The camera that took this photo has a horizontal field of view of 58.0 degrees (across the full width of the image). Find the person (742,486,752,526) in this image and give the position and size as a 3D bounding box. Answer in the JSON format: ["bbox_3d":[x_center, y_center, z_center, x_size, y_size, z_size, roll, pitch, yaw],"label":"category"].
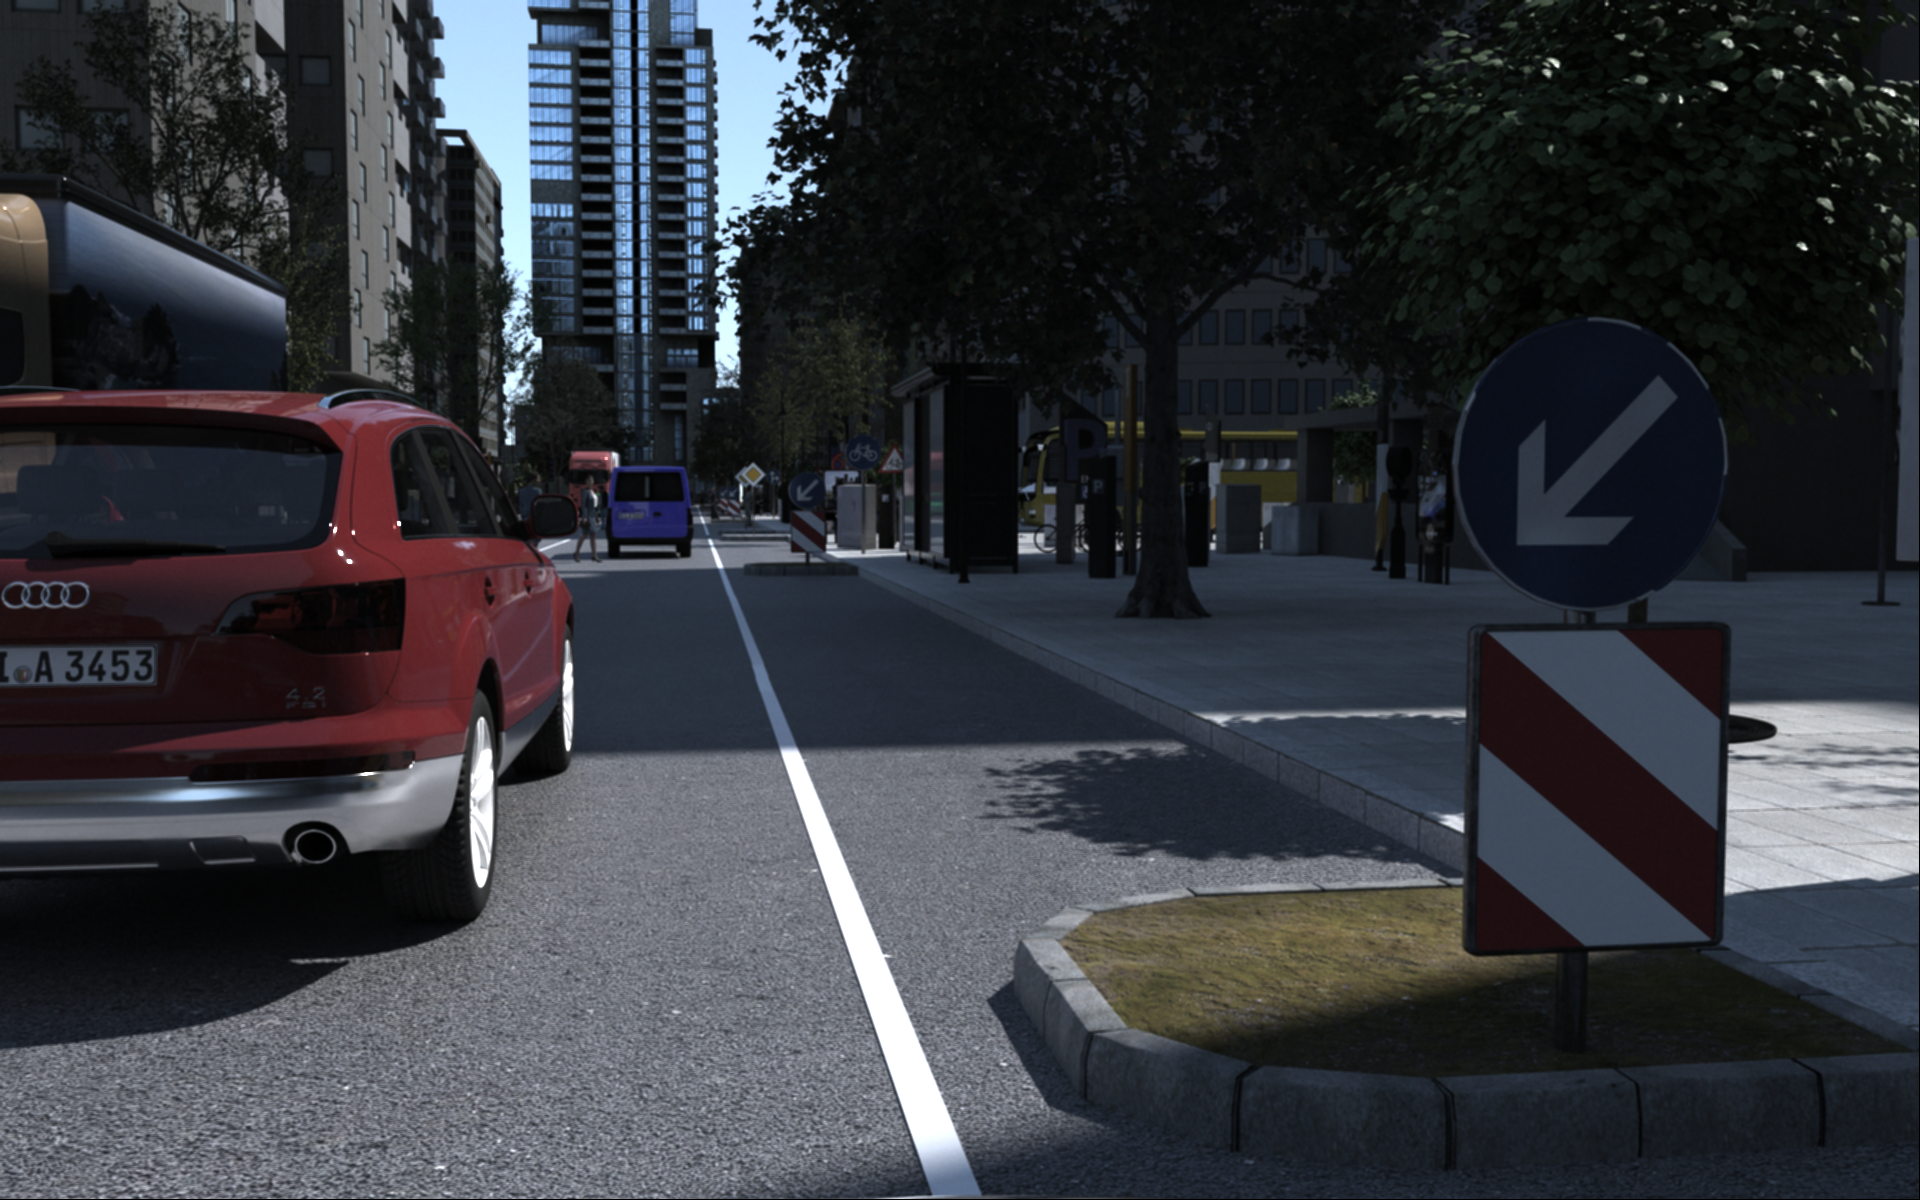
[{"bbox_3d":[-9.483,-4.175,76.938,0.466,1.800,0.511,-2,4,-32],"label":"person"}]

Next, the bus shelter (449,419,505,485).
[{"bbox_3d":[-26.655,-7.209,95.504,2.179,5.291,8.768,-1,4,-9],"label":"bus shelter"}]

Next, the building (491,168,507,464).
[{"bbox_3d":[-68.517,-35.506,230.641,14.200,45.320,14.600,-1,4,-9],"label":"building"}]

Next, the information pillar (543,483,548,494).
[{"bbox_3d":[-27.118,-6.666,113.474,0.304,2.012,0.304,-2,4,-34],"label":"information pillar"}]

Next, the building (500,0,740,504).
[{"bbox_3d":[-46.316,-56.537,237.043,31.000,86.520,22.319,-1,4,-9],"label":"building"}]

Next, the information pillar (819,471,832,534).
[{"bbox_3d":[-4.288,-3.099,55.154,0.304,2.012,0.304,3,5,44],"label":"information pillar"}]

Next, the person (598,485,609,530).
[{"bbox_3d":[-14.211,-3.682,69.052,0.721,1.781,0.623,-3,5,-44],"label":"person"}]

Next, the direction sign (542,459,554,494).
[{"bbox_3d":[-26.497,-7.302,111.390,0.876,3.537,0.379,1,4,19],"label":"direction sign"}]

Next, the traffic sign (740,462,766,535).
[{"bbox_3d":[-6.436,-3.077,53.949,0.795,2.450,0.064,-1,4,-9],"label":"traffic sign"}]

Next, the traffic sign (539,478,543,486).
[{"bbox_3d":[-29.471,-7.377,120.711,0.768,2.556,0.104,0,4,-7],"label":"traffic sign"}]

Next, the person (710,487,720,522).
[{"bbox_3d":[-12.781,-4.964,90.087,0.534,1.772,0.576,-2,4,-35],"label":"person"}]

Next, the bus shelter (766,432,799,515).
[{"bbox_3d":[-11.068,-8.045,109.174,2.179,5.291,8.768,-1,4,-9],"label":"bus shelter"}]

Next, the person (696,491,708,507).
[{"bbox_3d":[-27.533,-10.782,184.876,1.348,1.812,0.705,-1,4,-14],"label":"person"}]

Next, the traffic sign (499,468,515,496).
[{"bbox_3d":[-21.812,-5.098,83.464,0.768,2.556,0.104,0,4,-5],"label":"traffic sign"}]

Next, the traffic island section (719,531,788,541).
[{"bbox_3d":[-6.414,-1.942,54.030,2.009,0.180,2.903,-1,4,-9],"label":"traffic island section"}]

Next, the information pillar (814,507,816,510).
[{"bbox_3d":[-5.332,-3.716,65.246,0.304,2.012,0.304,-1,4,-11],"label":"information pillar"}]

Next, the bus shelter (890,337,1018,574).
[{"bbox_3d":[-0.028,-3.321,31.923,2.179,5.291,8.768,-1,4,-9],"label":"bus shelter"}]

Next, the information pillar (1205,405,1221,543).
[{"bbox_3d":[6.644,-3.319,45.617,0.183,3.616,0.504,-3,5,-40],"label":"information pillar"}]

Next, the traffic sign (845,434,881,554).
[{"bbox_3d":[-2.068,-2.260,37.051,0.768,2.556,0.104,0,4,-2],"label":"traffic sign"}]

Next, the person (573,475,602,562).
[{"bbox_3d":[-7.832,-1.708,36.444,0.654,1.822,0.581,2,4,32],"label":"person"}]

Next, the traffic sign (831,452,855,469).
[{"bbox_3d":[-3.530,-3.214,52.654,0.768,2.556,0.104,0,4,-5],"label":"traffic sign"}]

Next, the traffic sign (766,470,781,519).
[{"bbox_3d":[-9.705,-5.510,90.198,0.768,2.556,0.104,0,4,-2],"label":"traffic sign"}]

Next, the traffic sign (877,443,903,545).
[{"bbox_3d":[-1.651,-2.684,43.886,0.884,2.594,0.081,0,4,-3],"label":"traffic sign"}]

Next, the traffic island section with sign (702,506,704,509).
[{"bbox_3d":[-23.171,-9.416,162.574,1.989,1.847,2.006,-1,4,-9],"label":"traffic island section with sign"}]

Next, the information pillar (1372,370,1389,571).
[{"bbox_3d":[7.018,-2.290,28.797,0.183,3.616,0.504,0,4,1],"label":"information pillar"}]

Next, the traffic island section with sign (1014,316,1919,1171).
[{"bbox_3d":[1.202,0.243,4.650,1.989,1.847,2.006,-1,4,-9],"label":"traffic island section with sign"}]

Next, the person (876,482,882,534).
[{"bbox_3d":[-2.722,-3.009,57.601,0.656,1.842,0.836,0,4,0],"label":"person"}]

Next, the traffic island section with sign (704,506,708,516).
[{"bbox_3d":[-15.596,-6.413,113.479,1.989,1.847,2.006,-1,4,-9],"label":"traffic island section with sign"}]

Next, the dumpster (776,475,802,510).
[{"bbox_3d":[-8.457,-5.175,87.111,1.502,2.255,1.985,-1,4,-9],"label":"dumpster"}]

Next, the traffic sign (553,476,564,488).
[{"bbox_3d":[-27.799,-7.328,119.926,0.768,2.556,0.104,0,4,-2],"label":"traffic sign"}]

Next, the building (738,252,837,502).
[{"bbox_3d":[-19.555,-33.979,247.438,23.993,40.220,32.217,-1,4,-9],"label":"building"}]

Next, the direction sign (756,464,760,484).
[{"bbox_3d":[-15.241,-8.387,129.119,0.876,3.537,0.379,3,4,38],"label":"direction sign"}]

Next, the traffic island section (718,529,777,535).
[{"bbox_3d":[-7.632,-2.425,61.922,2.009,0.180,2.903,-1,4,-9],"label":"traffic island section"}]

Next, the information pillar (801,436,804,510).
[{"bbox_3d":[-6.135,-4.664,67.608,0.183,3.616,0.504,0,4,-4],"label":"information pillar"}]

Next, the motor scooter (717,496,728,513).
[{"bbox_3d":[-17.652,-7.099,128.839,0.815,1.314,1.986,0,4,-7],"label":"motor scooter"}]

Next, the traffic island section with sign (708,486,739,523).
[{"bbox_3d":[-11.475,-4.784,86.839,1.989,1.847,2.006,-1,4,-9],"label":"traffic island section with sign"}]

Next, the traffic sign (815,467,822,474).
[{"bbox_3d":[-6.341,-4.735,77.424,0.884,2.594,0.081,0,4,-8],"label":"traffic sign"}]

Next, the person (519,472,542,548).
[{"bbox_3d":[-7.439,-1.314,30.010,0.581,1.822,0.654,3,4,38],"label":"person"}]

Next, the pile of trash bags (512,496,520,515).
[{"bbox_3d":[-27.754,-5.918,106.519,1.912,1.369,3.447,3,4,38],"label":"pile of trash bags"}]

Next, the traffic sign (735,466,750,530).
[{"bbox_3d":[-7.654,-3.560,61.841,0.795,2.450,0.064,-1,4,-9],"label":"traffic sign"}]

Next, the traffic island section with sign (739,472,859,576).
[{"bbox_3d":[-2.907,-1.386,31.292,1.989,1.847,2.006,-1,4,-9],"label":"traffic island section with sign"}]

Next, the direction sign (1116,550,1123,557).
[{"bbox_3d":[3.394,-2.663,35.532,0.379,3.537,0.876,0,4,4],"label":"direction sign"}]
